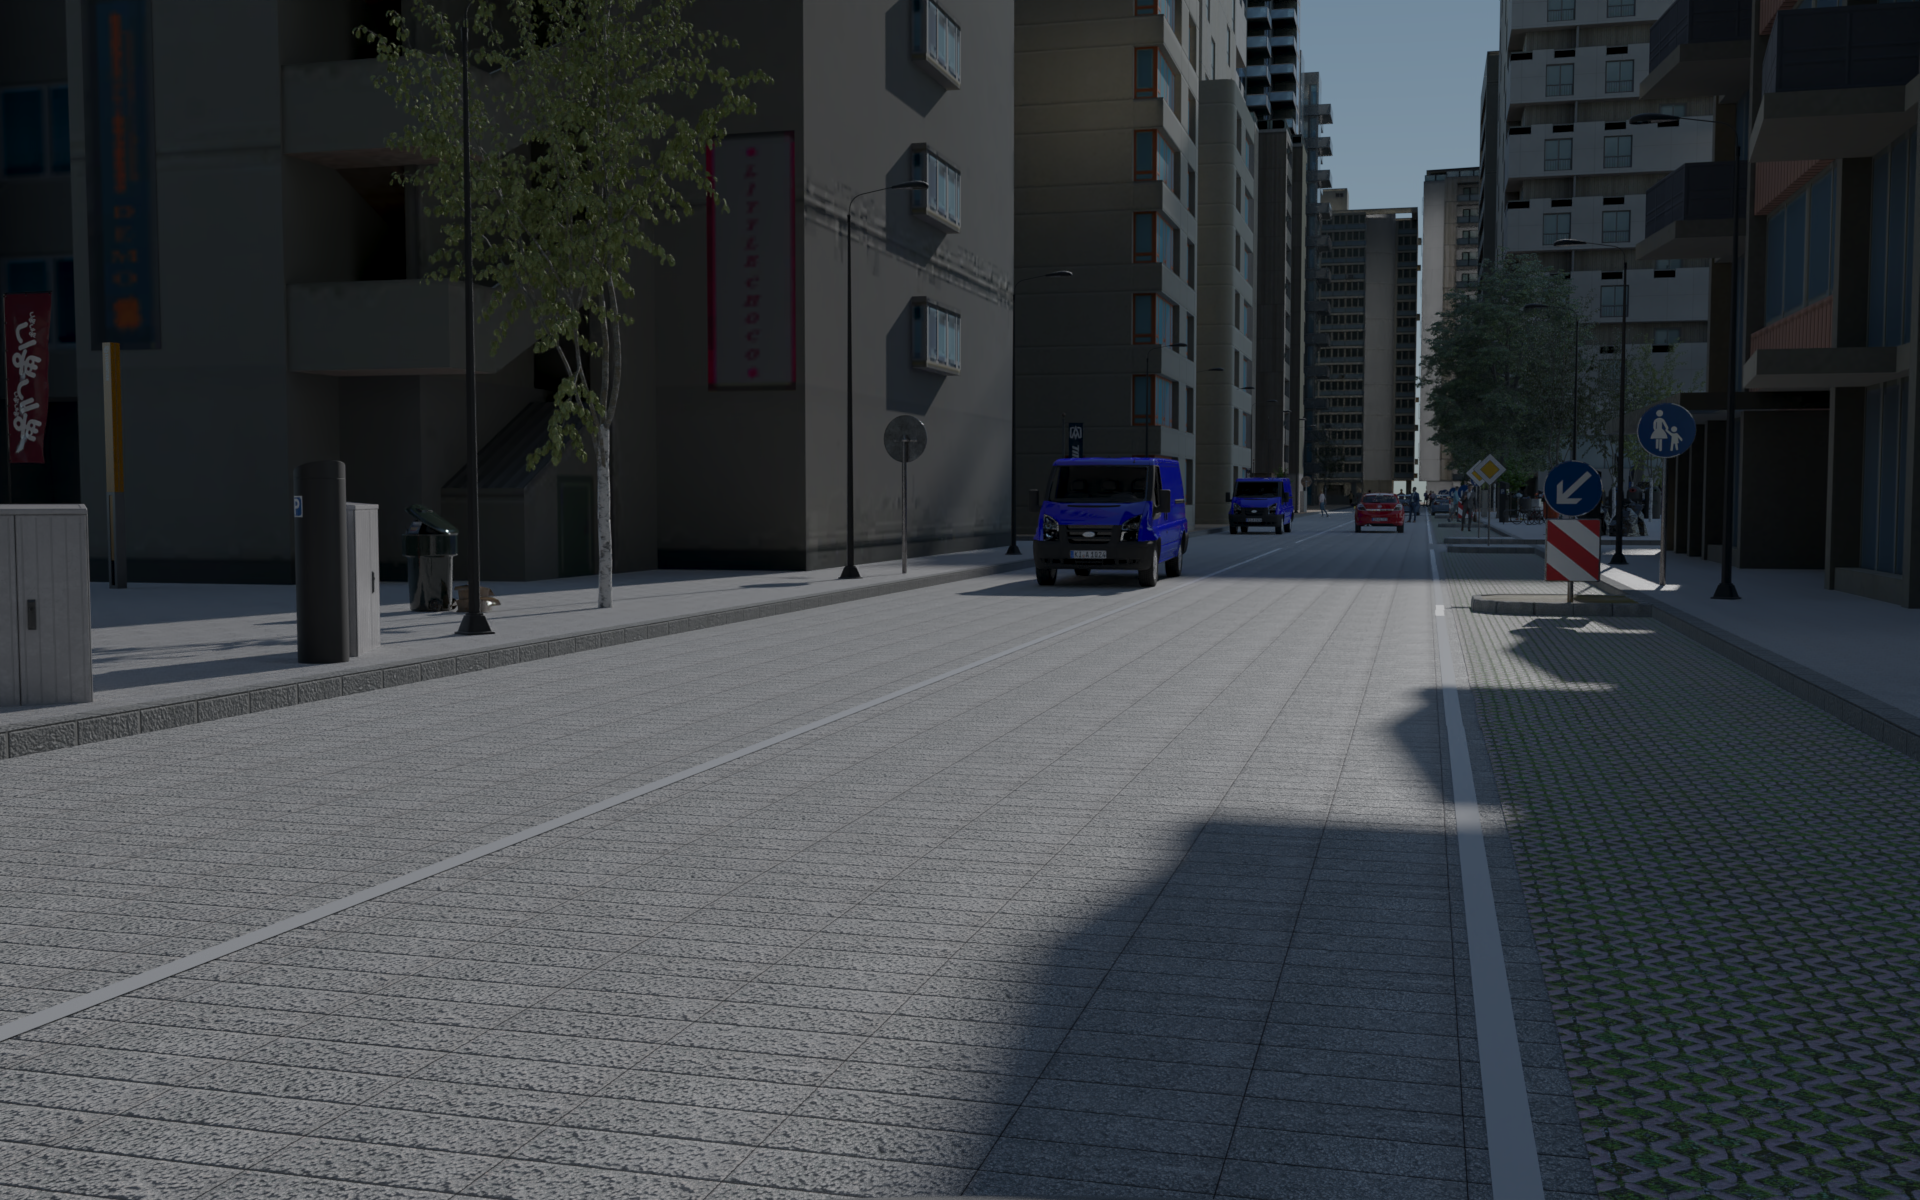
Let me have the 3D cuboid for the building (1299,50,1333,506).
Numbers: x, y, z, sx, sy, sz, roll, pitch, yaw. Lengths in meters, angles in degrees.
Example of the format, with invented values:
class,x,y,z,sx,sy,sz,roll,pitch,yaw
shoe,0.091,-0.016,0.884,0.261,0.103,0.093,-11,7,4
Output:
class,x,y,z,sx,sy,sz,roll,pitch,yaw
building,25.003,-34.913,190.428,30.456,49.044,23.786,1,4,15

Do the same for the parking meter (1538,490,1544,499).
class,x,y,z,sx,sy,sz,roll,pitch,yaw
parking meter,36.696,-6.177,109.403,0.372,1.533,0.369,0,3,0

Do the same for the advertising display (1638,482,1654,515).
class,x,y,z,sx,sy,sz,roll,pitch,yaw
advertising display,36.548,-5.328,92.334,0.123,1.923,0.974,-2,4,-27

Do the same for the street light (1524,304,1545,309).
class,x,y,z,sx,sy,sz,roll,pitch,yaw
street light,14.436,-4.264,42.258,1.470,5.913,1.316,1,4,15

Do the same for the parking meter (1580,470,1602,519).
class,x,y,z,sx,sy,sz,roll,pitch,yaw
parking meter,13.782,-1.964,37.825,0.399,1.863,0.255,-1,4,-9

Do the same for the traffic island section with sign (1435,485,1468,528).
class,x,y,z,sx,sy,sz,roll,pitch,yaw
traffic island section with sign,21.582,-4.024,74.418,1.989,1.847,2.006,1,4,15

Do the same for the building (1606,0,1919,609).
class,x,y,z,sx,sy,sz,roll,pitch,yaw
building,22.055,-22.565,23.555,22.147,44.769,28.867,1,4,15

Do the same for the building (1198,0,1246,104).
class,x,y,z,sx,sy,sz,roll,pitch,yaw
building,3.629,-31.880,110.473,28.713,52.752,27.495,1,4,15

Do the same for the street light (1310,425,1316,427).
class,x,y,z,sx,sy,sz,roll,pitch,yaw
street light,23.299,-8.839,117.066,1.470,5.913,1.316,1,4,15

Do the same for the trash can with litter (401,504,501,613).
class,x,y,z,sx,sy,sz,roll,pitch,yaw
trash can with litter,-5.568,-0.466,18.999,1.055,1.170,0.624,1,4,10

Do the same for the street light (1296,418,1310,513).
class,x,y,z,sx,sy,sz,roll,pitch,yaw
street light,20.550,-8.200,106.605,1.470,5.913,1.316,1,4,15

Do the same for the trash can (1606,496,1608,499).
class,x,y,z,sx,sy,sz,roll,pitch,yaw
trash can,40.258,-5.839,107.115,0.748,1.137,0.748,0,3,0

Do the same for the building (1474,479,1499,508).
class,x,y,z,sx,sy,sz,roll,pitch,yaw
building,58.824,-44.090,159.131,20.563,71.187,20.611,1,4,15

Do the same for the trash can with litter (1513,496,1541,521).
class,x,y,z,sx,sy,sz,roll,pitch,yaw
trash can with litter,27.862,-4.460,83.981,2.233,1.210,1.678,0,4,6

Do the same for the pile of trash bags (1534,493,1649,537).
class,x,y,z,sx,sy,sz,roll,pitch,yaw
pile of trash bags,19.546,-2.680,53.576,1.912,1.369,3.447,-3,5,-40

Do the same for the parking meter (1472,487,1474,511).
class,x,y,z,sx,sy,sz,roll,pitch,yaw
parking meter,35.656,-7.045,120.901,0.399,1.863,0.255,-1,4,-14

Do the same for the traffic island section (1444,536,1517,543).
class,x,y,z,sx,sy,sz,roll,pitch,yaw
traffic island section,15.194,-1.736,50.658,2.009,0.180,2.903,1,4,15

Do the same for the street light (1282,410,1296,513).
class,x,y,z,sx,sy,sz,roll,pitch,yaw
street light,17.676,-7.566,96.243,1.470,5.913,1.316,1,4,15

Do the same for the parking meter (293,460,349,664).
class,x,y,z,sx,sy,sz,roll,pitch,yaw
parking meter,-4.870,-0.293,13.207,0.372,1.533,0.369,0,3,0

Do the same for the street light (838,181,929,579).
class,x,y,z,sx,sy,sz,roll,pitch,yaw
street light,-1.143,-3.268,25.975,1.470,5.913,1.316,1,4,15

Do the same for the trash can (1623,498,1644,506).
class,x,y,z,sx,sy,sz,roll,pitch,yaw
trash can,22.653,-2.860,58.410,0.748,1.137,0.748,0,3,0

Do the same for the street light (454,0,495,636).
class,x,y,z,sx,sy,sz,roll,pitch,yaw
street light,-3.928,-2.631,15.555,1.470,5.913,1.316,1,4,15

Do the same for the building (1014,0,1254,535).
class,x,y,z,sx,sy,sz,roll,pitch,yaw
building,-3.406,-13.797,70.621,27.650,21.520,28.899,1,4,15

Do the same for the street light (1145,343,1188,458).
class,x,y,z,sx,sy,sz,roll,pitch,yaw
street light,6.308,-4.951,53.491,1.470,5.913,1.316,1,4,15

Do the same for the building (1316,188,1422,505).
class,x,y,z,sx,sy,sz,roll,pitch,yaw
building,46.867,-32.498,223.224,23.993,40.220,32.217,1,4,15

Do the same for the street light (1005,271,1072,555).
class,x,y,z,sx,sy,sz,roll,pitch,yaw
street light,1.656,-3.903,36.358,1.470,5.913,1.316,1,4,15

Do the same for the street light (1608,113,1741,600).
class,x,y,z,sx,sy,sz,roll,pitch,yaw
street light,8.854,-2.974,21.167,1.470,5.913,1.316,1,4,15

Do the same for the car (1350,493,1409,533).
class,x,y,z,sx,sy,sz,roll,pitch,yaw
car,15.835,-3.447,65.396,2.155,1.783,4.494,1,4,13

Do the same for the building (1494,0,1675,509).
class,x,y,z,sx,sy,sz,roll,pitch,yaw
building,56.334,-33.382,135.041,28.713,52.752,27.495,1,4,15

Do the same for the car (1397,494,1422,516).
class,x,y,z,sx,sy,sz,roll,pitch,yaw
car,29.973,-6.376,116.254,2.014,1.417,4.499,1,4,16

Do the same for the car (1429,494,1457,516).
class,x,y,z,sx,sy,sz,roll,pitch,yaw
car,32.296,-6.322,115.372,2.014,1.417,4.499,1,4,14

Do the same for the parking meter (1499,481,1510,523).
class,x,y,z,sx,sy,sz,roll,pitch,yaw
parking meter,24.493,-4.417,77.923,0.255,1.863,0.399,-3,4,-36

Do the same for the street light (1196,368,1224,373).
class,x,y,z,sx,sy,sz,roll,pitch,yaw
street light,9.019,-5.590,63.943,1.470,5.913,1.316,1,4,15

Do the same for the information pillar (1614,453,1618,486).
class,x,y,z,sx,sy,sz,roll,pitch,yaw
information pillar,37.415,-6.558,98.573,0.183,3.616,0.504,-2,4,-28

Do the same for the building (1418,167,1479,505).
class,x,y,z,sx,sy,sz,roll,pitch,yaw
building,63.018,-32.191,209.922,14.086,41.232,14.154,1,4,15

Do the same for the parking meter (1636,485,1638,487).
class,x,y,z,sx,sy,sz,roll,pitch,yaw
parking meter,43.941,-6.507,112.107,0.399,1.863,0.255,0,4,0

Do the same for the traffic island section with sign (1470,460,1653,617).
class,x,y,z,sx,sy,sz,roll,pitch,yaw
traffic island section with sign,7.297,-0.765,21.137,1.989,1.847,2.006,1,4,15

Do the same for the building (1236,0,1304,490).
class,x,y,z,sx,sy,sz,roll,pitch,yaw
building,20.606,-51.634,156.889,22.319,86.520,31.000,1,4,15

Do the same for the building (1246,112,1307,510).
class,x,y,z,sx,sy,sz,roll,pitch,yaw
building,19.280,-22.217,134.956,14.160,30.474,14.107,1,4,15

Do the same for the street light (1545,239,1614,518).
class,x,y,z,sx,sy,sz,roll,pitch,yaw
street light,11.511,-3.613,31.613,1.470,5.913,1.316,1,4,15

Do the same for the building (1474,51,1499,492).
class,x,y,z,sx,sy,sz,roll,pitch,yaw
building,65.146,-34.021,179.940,21.300,48.544,21.600,1,4,15

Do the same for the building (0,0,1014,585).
class,x,y,z,sx,sy,sz,roll,pitch,yaw
building,-11.572,-25.105,34.171,21.600,48.544,21.300,1,4,15

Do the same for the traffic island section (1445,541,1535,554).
class,x,y,z,sx,sy,sz,roll,pitch,yaw
traffic island section,13.126,-1.264,42.945,2.009,0.180,2.903,1,4,15

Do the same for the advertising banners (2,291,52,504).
class,x,y,z,sx,sy,sz,roll,pitch,yaw
advertising banners,-8.804,-1.167,15.274,2.074,3.025,0.090,1,4,17

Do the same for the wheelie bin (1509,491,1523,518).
class,x,y,z,sx,sy,sz,roll,pitch,yaw
wheelie bin,29.976,-5.257,93.864,0.980,1.594,0.693,2,4,27

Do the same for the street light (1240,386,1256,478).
class,x,y,z,sx,sy,sz,roll,pitch,yaw
street light,12.031,-6.268,75.029,1.470,5.913,1.316,1,4,15

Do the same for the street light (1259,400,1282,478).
class,x,y,z,sx,sy,sz,roll,pitch,yaw
street light,14.944,-6.917,85.637,1.470,5.913,1.316,1,4,15
